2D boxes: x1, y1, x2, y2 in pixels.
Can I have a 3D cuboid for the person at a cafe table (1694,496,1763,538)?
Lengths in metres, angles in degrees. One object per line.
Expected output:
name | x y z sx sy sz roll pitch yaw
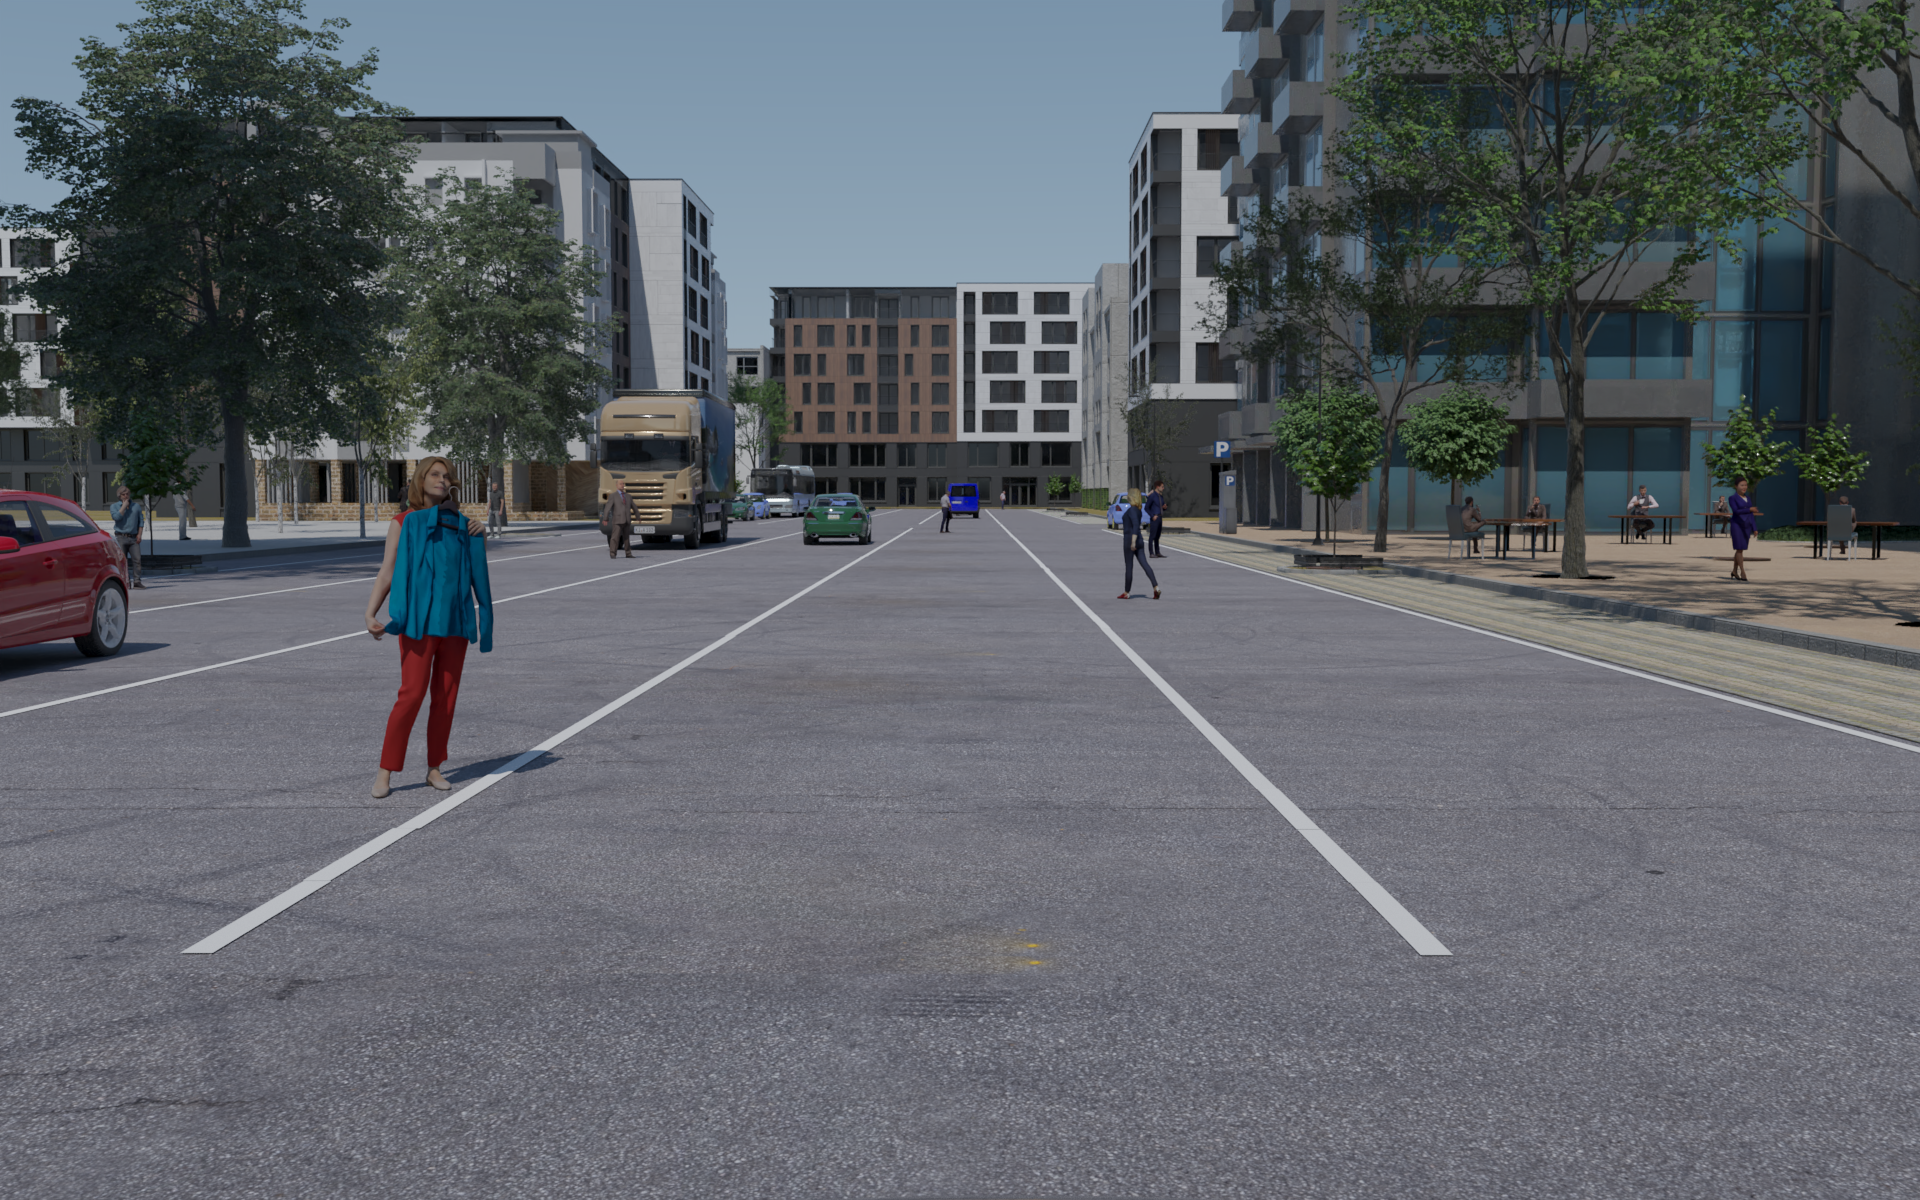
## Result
person at a cafe table | 22.426 -2.439 50.734 1.698 1.238 1.726 1 4 13

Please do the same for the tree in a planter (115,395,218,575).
tree in a planter | -14.721 -2.094 31.456 1.991 3.239 1.994 0 4 0

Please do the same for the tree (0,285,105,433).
tree | -39.763 -8.115 67.091 8.767 10.594 7.601 1 4 13

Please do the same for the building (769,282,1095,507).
building | -2.418 -20.633 181.316 32.646 21.610 27.936 0 4 0

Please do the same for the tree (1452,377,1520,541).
tree | 13.844 -3.947 48.245 4.285 4.588 4.351 0 3 0

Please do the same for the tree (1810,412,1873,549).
tree | 20.732 -2.839 41.013 1.663 3.219 1.824 0 3 0

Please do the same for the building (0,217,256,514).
building | -62.618 -18.299 143.157 32.646 21.610 27.936 0 4 0

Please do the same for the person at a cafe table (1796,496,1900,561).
person at a cafe table | 17.282 -1.404 33.819 1.698 1.238 1.726 2 4 34

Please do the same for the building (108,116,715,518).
building | -31.904 -16.290 110.321 27.936 21.610 32.646 0 4 0

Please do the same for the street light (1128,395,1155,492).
street light | 8.558 -6.638 81.067 1.470 5.913 1.316 0 4 0

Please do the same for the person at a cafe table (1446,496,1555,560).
person at a cafe table | 10.347 -1.417 34.025 1.726 1.238 1.698 -2 4 -24

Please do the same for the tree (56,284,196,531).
tree | -28.193 -6.665 59.328 4.737 8.622 4.395 0 3 0

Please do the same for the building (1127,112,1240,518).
building | 24.316 -16.219 109.158 27.936 21.610 32.646 0 4 0

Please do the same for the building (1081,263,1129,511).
building | 19.323 -16.809 141.277 16.747 18.905 31.486 0 4 0

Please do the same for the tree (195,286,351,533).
tree | -22.484 -6.490 56.473 4.360 8.622 3.978 0 3 0

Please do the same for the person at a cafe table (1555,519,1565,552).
person at a cafe table | 12.804 -1.709 38.805 1.698 1.238 1.726 2 4 33

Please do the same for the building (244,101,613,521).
building | -26.196 -14.186 88.363 16.016 20.091 11.380 0 4 0

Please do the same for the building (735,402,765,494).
building | -31.578 -12.887 152.852 28.070 9.664 9.099 0 4 0

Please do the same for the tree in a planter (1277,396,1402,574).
tree in a planter | 6.848 -2.100 31.559 1.991 3.239 1.994 0 4 0

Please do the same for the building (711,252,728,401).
building | -25.936 -16.892 132.599 16.016 20.091 11.380 0 4 0

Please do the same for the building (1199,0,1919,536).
building | 22.226 -27.284 65.697 23.786 49.044 30.456 0 4 0

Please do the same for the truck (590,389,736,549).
truck | -8.070 -3.642 48.468 2.839 4.237 11.283 0 4 -1

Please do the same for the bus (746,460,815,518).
bus | -11.044 -6.932 108.201 2.948 3.499 13.247 0 4 1

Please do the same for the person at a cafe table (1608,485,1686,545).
person at a cafe table | 17.593 -2.203 44.537 1.698 1.524 1.622 1 4 11

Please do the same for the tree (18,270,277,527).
tree | -29.899 -8.075 66.431 7.601 10.594 8.767 0 4 -2

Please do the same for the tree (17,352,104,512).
tree | -38.221 -7.627 75.060 4.360 8.622 3.978 0 3 0

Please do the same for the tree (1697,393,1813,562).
tree | 15.018 -2.376 33.453 1.663 3.219 1.824 0 3 0

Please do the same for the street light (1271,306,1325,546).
street light | 8.374 -4.307 42.956 1.470 5.913 1.316 0 4 0

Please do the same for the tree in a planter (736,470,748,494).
tree in a planter | -14.294 -6.813 108.619 1.991 3.239 1.994 0 4 0

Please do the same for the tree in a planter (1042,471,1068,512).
tree in a planter | 7.430 -8.457 135.493 1.991 3.239 1.994 0 4 0

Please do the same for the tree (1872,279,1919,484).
tree | 24.282 -5.552 41.130 4.737 8.622 4.395 0 3 0

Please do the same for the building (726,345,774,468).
building | -34.524 -18.844 174.551 31.486 18.905 16.747 0 4 0

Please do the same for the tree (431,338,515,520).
tree | -21.506 -7.807 78.013 4.360 8.622 3.978 0 3 0
